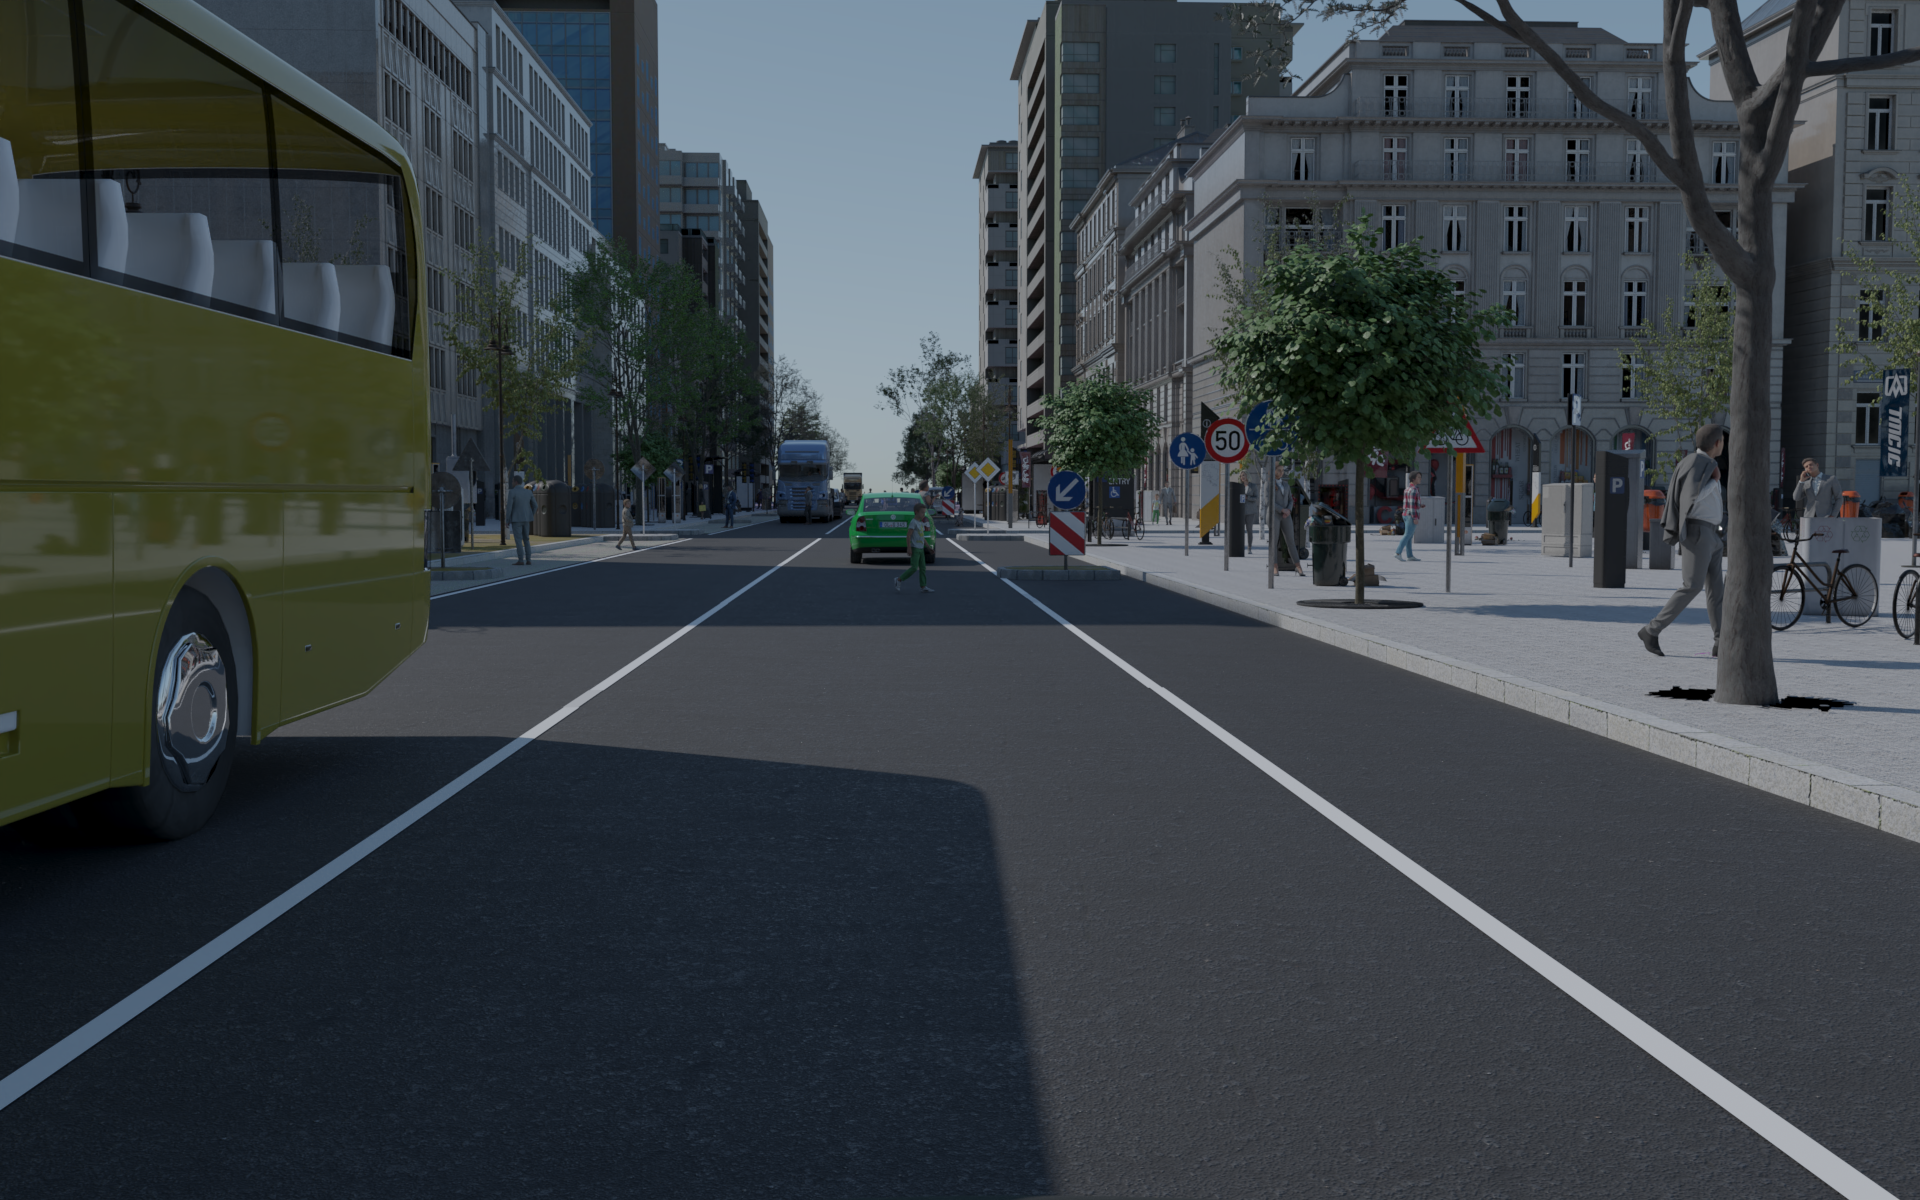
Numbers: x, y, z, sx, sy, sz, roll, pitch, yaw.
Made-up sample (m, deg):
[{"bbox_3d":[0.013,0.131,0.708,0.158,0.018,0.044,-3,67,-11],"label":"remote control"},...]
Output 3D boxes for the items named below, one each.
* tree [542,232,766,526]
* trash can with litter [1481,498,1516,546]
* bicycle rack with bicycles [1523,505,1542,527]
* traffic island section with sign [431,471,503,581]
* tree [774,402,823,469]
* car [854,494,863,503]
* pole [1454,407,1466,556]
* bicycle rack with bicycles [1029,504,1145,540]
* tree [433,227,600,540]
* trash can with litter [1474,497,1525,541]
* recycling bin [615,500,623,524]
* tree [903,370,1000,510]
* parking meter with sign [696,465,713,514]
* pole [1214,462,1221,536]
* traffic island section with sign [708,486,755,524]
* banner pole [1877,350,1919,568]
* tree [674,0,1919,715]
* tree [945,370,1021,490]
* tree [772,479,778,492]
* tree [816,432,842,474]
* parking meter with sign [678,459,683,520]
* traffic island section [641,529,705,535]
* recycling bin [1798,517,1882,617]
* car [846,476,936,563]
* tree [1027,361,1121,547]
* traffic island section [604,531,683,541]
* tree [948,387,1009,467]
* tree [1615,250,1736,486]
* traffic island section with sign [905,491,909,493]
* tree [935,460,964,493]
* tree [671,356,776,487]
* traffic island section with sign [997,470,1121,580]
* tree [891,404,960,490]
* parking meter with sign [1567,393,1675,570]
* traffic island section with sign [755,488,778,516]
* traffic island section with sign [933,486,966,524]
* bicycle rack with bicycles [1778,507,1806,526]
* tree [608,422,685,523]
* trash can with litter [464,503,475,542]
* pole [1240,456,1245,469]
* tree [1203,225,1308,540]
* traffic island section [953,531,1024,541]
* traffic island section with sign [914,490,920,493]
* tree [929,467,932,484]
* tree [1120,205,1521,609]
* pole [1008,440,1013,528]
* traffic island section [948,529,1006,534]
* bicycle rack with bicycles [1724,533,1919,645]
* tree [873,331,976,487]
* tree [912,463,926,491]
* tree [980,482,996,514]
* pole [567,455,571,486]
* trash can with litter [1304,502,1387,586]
[{"bbox_3d":[-13.219,-8.837,70.244,9.928,11.665,9.643,0,3,0],"label":"tree"},{"bbox_3d":[13.468,-1.958,43.405,0.624,1.170,1.055,2,4,34],"label":"trash can with litter"},{"bbox_3d":[23.670,-3.301,67.353,2.852,0.926,2.925,-1,4,-12],"label":"bicycle rack with bicycles"},{"bbox_3d":[-8.865,-1.270,29.390,1.989,1.847,2.006,0,4,-2],"label":"traffic island section with sign"},{"bbox_3d":[-19.908,-18.030,212.913,7.486,12.596,7.792,0,3,0],"label":"tree"},{"bbox_3d":[-15.236,-15.481,264.905,2.131,1.459,4.920,0,4,-1],"label":"car"},{"bbox_3d":[10.413,-2.579,36.012,0.158,3.312,0.155,0,3,0],"label":"pole"},{"bbox_3d":[3.738,-2.174,48.935,2.852,0.926,2.925,-1,4,-10],"label":"bicycle rack with bicycles"},{"bbox_3d":[-12.523,-6.004,48.522,4.737,8.622,4.395,0,3,0],"label":"tree"},{"bbox_3d":[14.950,-2.278,48.301,1.678,1.210,2.233,1,4,22],"label":"trash can with litter"},{"bbox_3d":[-14.913,-3.777,74.301,0.722,1.027,0.722,1,4,10],"label":"recycling bin"},{"bbox_3d":[-0.459,-13.329,143.680,9.928,11.665,9.643,0,3,0],"label":"tree"},{"bbox_3d":[-15.226,-6.524,102.928,0.543,3.016,1.738,-2,4,-30],"label":"parking meter with sign"},{"bbox_3d":[7.791,-3.582,52.415,0.158,3.312,0.155,0,3,0],"label":"pole"},{"bbox_3d":[-11.238,-4.652,84.685,1.989,1.847,2.006,0,4,-2],"label":"traffic island section with sign"},{"bbox_3d":[16.550,-2.469,30.380,0.401,3.779,0.863,-3,5,-39],"label":"banner pole"},{"bbox_3d":[4.719,-6.105,10.185,12.009,13.543,11.850,0,3,0],"label":"tree"},{"bbox_3d":[1.516,-9.210,100.940,4.360,8.622,3.978,0,3,0],"label":"tree"},{"bbox_3d":[-18.134,-11.029,174.933,1.663,3.219,1.824,0,3,0],"label":"tree"},{"bbox_3d":[-21.129,-19.647,255.635,8.767,10.594,7.601,1,4,20],"label":"tree"},{"bbox_3d":[-14.156,-5.573,87.373,0.543,3.016,1.738,0,4,-7],"label":"parking meter with sign"},{"bbox_3d":[-10.251,-2.432,62.046,2.009,0.180,2.903,0,4,-2],"label":"traffic island section"},{"bbox_3d":[9.389,-0.364,18.504,0.722,1.027,0.722,1,4,21],"label":"recycling bin"},{"bbox_3d":[-1.471,-1.735,37.162,1.959,1.807,4.718,0,4,-3],"label":"car"},{"bbox_3d":[3.375,-3.615,42.826,4.285,4.588,4.351,0,3,0],"label":"tree"},{"bbox_3d":[-9.908,-1.944,54.069,2.009,0.180,2.903,0,4,-2],"label":"traffic island section"},{"bbox_3d":[1.136,-10.324,119.165,4.737,8.622,4.395,0,3,0],"label":"tree"},{"bbox_3d":[21.650,-6.139,50.743,4.737,8.622,4.395,0,3,0],"label":"tree"},{"bbox_3d":[-5.198,-11.050,189.296,1.989,1.847,2.006,0,4,-2],"label":"traffic island section with sign"},{"bbox_3d":[-0.859,-11.208,166.971,4.285,4.588,4.351,0,3,0],"label":"tree"},{"bbox_3d":[-16.090,-11.189,117.356,7.601,10.594,8.767,-1,4,-12],"label":"tree"},{"bbox_3d":[1.653,-1.297,29.831,1.989,1.847,2.006,0,4,-2],"label":"traffic island section with sign"},{"bbox_3d":[-4.127,-18.590,220.960,9.611,12.733,9.660,0,3,0],"label":"tree"},{"bbox_3d":[11.377,-2.049,29.766,1.738,3.016,0.543,2,4,34],"label":"parking meter with sign"},{"bbox_3d":[-12.389,-6.299,111.615,1.989,1.847,2.006,0,4,-2],"label":"traffic island section with sign"},{"bbox_3d":[-0.720,-4.677,85.090,1.989,1.847,2.006,0,4,-2],"label":"traffic island section with sign"},{"bbox_3d":[21.659,-2.011,46.267,2.925,0.926,2.852,-1,4,-17],"label":"bicycle rack with bicycles"},{"bbox_3d":[-14.208,-5.801,78.561,4.285,4.588,4.351,0,3,0],"label":"tree"},{"bbox_3d":[-13.237,-2.109,45.865,0.624,1.170,1.055,0,4,-6],"label":"trash can with litter"},{"bbox_3d":[10.484,-4.311,64.333,0.158,3.312,0.155,0,3,0],"label":"pole"},{"bbox_3d":[8.678,-6.013,48.672,4.737,8.622,4.395,0,3,0],"label":"tree"},{"bbox_3d":[0.923,-1.972,54.528,2.009,0.180,2.903,0,4,-2],"label":"traffic island section"},{"bbox_3d":[-1.874,-6.324,112.021,1.989,1.847,2.006,0,4,-2],"label":"traffic island section with sign"},{"bbox_3d":[0.719,-10.799,126.918,4.360,8.622,3.978,0,3,0],"label":"tree"},{"bbox_3d":[4.582,-2.215,19.926,4.285,4.588,4.351,0,3,0],"label":"tree"},{"bbox_3d":[1.891,-4.343,64.850,0.158,3.312,0.155,0,3,0],"label":"pole"},{"bbox_3d":[0.580,-2.460,62.506,2.009,0.180,2.903,0,4,-2],"label":"traffic island section"},{"bbox_3d":[8.585,-0.155,15.909,2.925,0.926,2.852,-2,4,-33],"label":"bicycle rack with bicycles"},{"bbox_3d":[-3.999,-21.288,203.945,12.611,20.169,13.585,0,3,0],"label":"tree"},{"bbox_3d":[-5.476,-19.252,265.139,4.360,8.622,3.978,0,3,0],"label":"tree"},{"bbox_3d":[1.250,-7.238,112.940,1.663,3.219,1.824,0,3,0],"label":"tree"},{"bbox_3d":[-20.381,-5.904,90.379,0.158,3.312,0.155,0,3,0],"label":"pole"},{"bbox_3d":[5.400,-0.788,24.269,1.055,1.170,0.624,0,4,-5],"label":"trash can with litter"}]
